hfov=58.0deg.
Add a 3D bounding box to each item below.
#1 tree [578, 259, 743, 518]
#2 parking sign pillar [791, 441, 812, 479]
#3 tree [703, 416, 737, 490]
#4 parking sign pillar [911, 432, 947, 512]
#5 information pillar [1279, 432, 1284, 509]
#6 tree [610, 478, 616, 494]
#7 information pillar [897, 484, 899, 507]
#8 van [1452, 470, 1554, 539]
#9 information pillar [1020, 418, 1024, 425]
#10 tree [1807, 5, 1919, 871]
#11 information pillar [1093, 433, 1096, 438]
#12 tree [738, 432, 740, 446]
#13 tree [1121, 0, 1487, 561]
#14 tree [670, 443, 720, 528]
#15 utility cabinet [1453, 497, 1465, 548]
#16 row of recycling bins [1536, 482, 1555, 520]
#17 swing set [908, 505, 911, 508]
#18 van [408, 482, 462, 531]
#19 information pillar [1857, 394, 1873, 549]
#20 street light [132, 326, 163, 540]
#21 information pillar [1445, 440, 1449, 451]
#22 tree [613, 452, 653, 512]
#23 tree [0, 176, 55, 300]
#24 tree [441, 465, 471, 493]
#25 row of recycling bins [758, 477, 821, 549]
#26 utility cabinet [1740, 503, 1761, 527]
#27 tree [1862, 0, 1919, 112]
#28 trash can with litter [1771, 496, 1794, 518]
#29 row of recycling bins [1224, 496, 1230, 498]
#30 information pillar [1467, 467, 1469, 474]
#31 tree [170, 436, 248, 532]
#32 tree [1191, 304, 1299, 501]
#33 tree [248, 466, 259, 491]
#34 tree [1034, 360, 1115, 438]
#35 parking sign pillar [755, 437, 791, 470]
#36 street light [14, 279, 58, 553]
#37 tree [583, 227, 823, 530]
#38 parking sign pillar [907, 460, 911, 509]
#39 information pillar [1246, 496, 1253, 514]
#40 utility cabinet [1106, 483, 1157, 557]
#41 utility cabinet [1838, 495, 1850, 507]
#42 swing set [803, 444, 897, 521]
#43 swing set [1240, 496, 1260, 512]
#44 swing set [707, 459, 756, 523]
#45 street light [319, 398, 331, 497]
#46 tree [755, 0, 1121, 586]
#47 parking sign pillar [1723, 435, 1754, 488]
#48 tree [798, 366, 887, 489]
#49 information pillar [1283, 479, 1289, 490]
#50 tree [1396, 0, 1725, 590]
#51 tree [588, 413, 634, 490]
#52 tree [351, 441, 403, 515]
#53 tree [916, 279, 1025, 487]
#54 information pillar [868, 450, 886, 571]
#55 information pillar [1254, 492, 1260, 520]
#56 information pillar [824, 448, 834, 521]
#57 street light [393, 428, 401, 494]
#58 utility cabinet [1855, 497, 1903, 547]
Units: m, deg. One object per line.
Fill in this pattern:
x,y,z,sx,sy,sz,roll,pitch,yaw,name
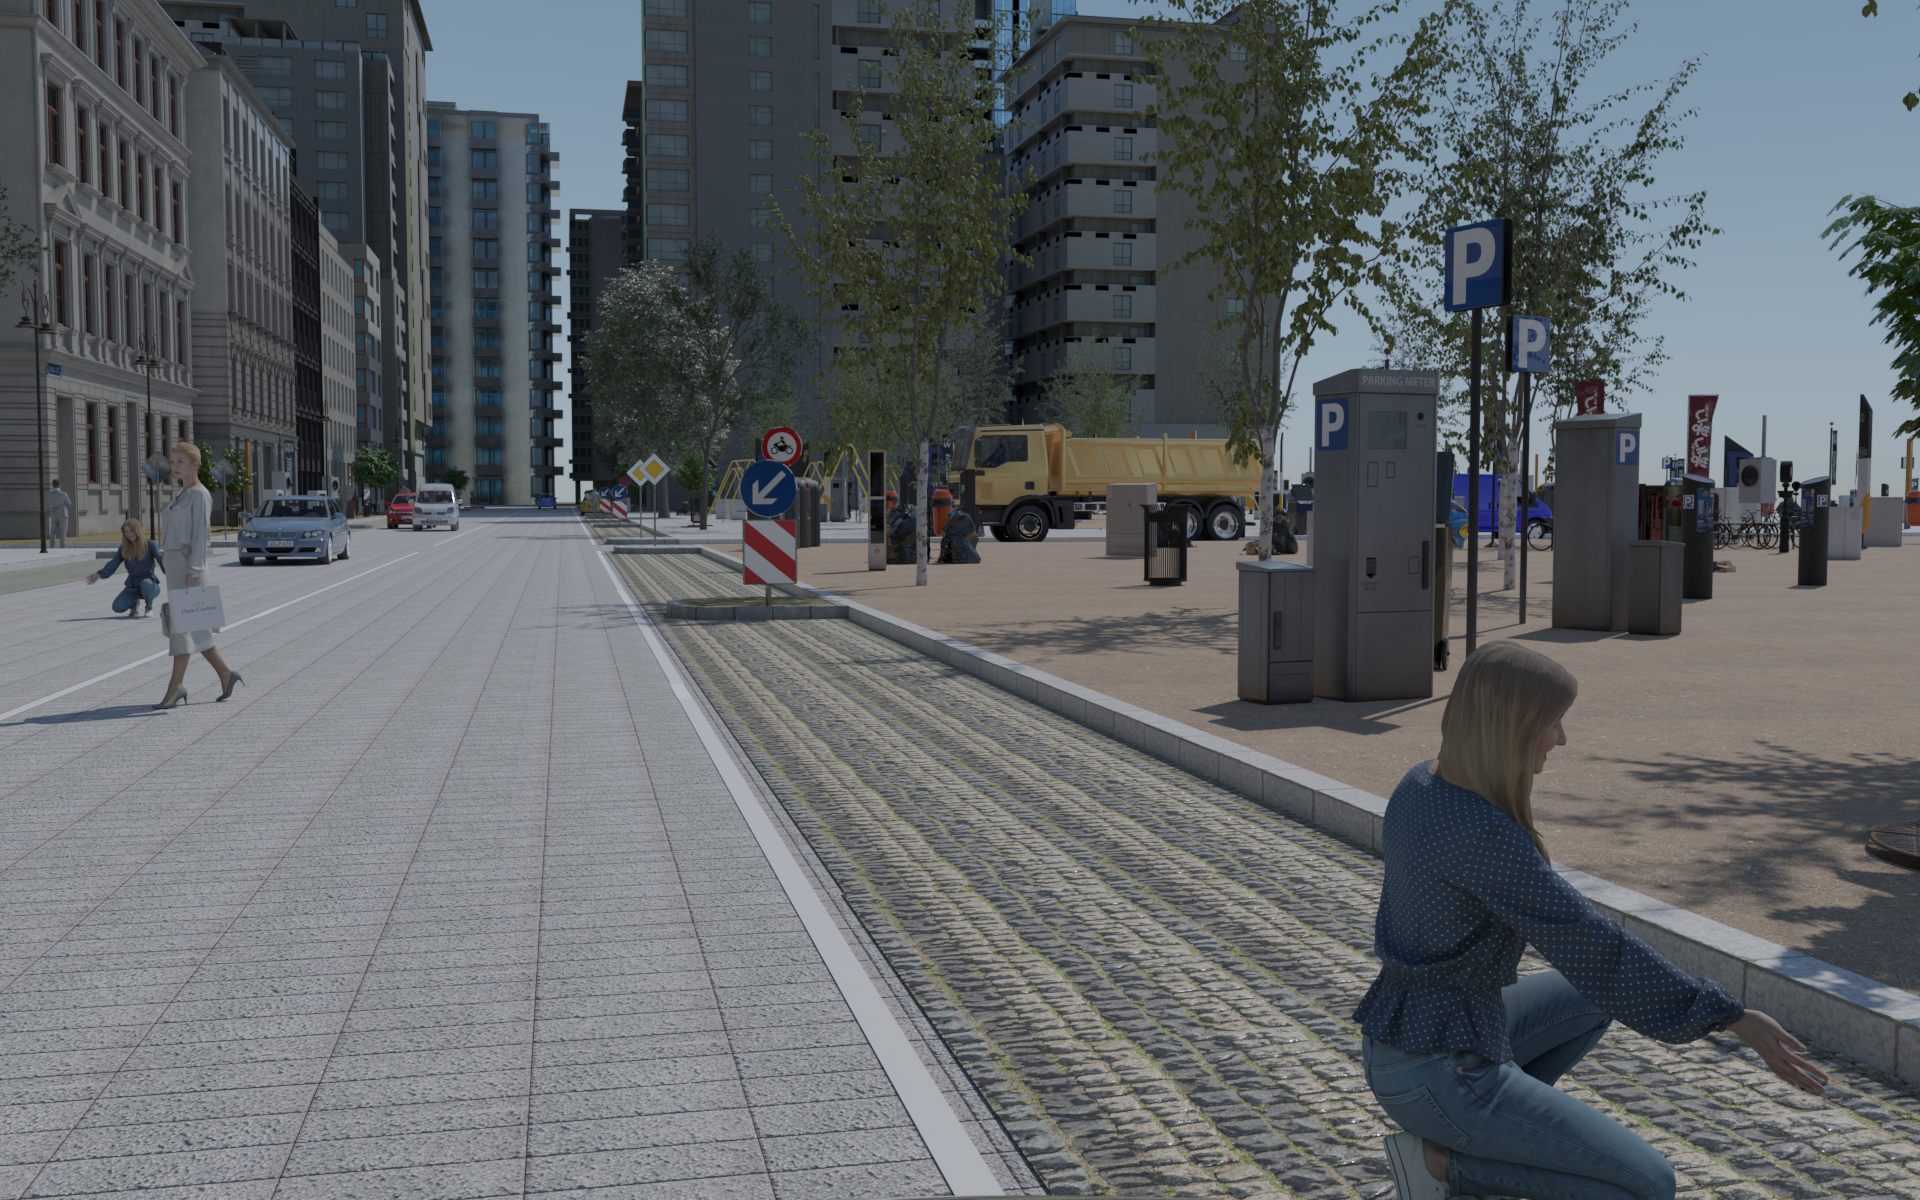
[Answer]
-16.066,-11.444,93.770,9.857,13.997,8.962,0,3,0,tree
-8.233,-6.109,88.356,1.447,3.967,1.447,1,4,16,parking sign pillar
-16.725,-10.060,114.839,4.360,8.622,3.978,0,3,0,tree
-1.026,-5.129,72.337,1.447,3.967,1.447,-1,4,-22,parking sign pillar
12.162,-4.536,65.523,0.183,3.616,0.504,1,4,15,information pillar
-36.152,-11.412,181.188,1.663,3.219,1.824,0,3,0,tree
-3.690,-6.322,107.863,0.304,2.012,0.304,3,5,43,information pillar
14.945,-2.867,51.266,5.245,2.365,2.240,-1,4,-13,van
1.925,-3.806,53.576,0.183,3.616,0.504,1,4,10,information pillar
3.876,-0.691,5.901,1.663,3.219,1.824,0,3,0,tree
5.253,-4.636,67.156,0.183,3.616,0.504,1,4,16,information pillar
-11.466,-9.758,109.912,4.737,8.622,4.395,0,3,0,tree
3.592,-4.197,18.976,4.737,8.622,4.395,0,3,0,tree
-10.288,-4.544,68.899,1.663,3.219,1.824,0,3,0,tree
11.469,-1.842,41.285,1.020,1.237,0.306,0,4,-3,utility cabinet
19.909,-3.095,57.711,1.069,1.692,3.534,1,4,10,row of recycling bins
-3.980,-5.795,92.362,2.862,2.851,3.119,-1,4,-10,swing set
-20.543,-3.724,67.898,2.013,2.044,4.112,-1,4,-15,van
21.079,-2.999,40.383,0.183,3.616,0.504,0,4,2,information pillar
-22.389,-4.592,47.863,0.468,5.910,1.993,-1,4,-13,street light
21.144,-5.120,75.068,0.183,3.616,0.504,3,5,45,information pillar
-23.597,-8.679,125.609,4.285,4.588,4.351,0,3,0,tree
-17.429,-5.560,25.322,8.767,10.594,7.601,1,4,17,tree
-57.075,-12.980,195.937,4.285,4.588,4.351,0,3,0,tree
-4.052,-2.070,40.955,1.069,1.692,3.534,0,4,7,row of recycling bins
30.371,-3.556,66.813,0.318,1.500,1.173,-1,4,-20,utility cabinet
6.532,-3.644,9.936,4.737,8.622,4.395,0,3,0,tree
45.015,-5.126,94.864,1.678,1.210,2.233,-3,5,-43,trash can with litter
19.793,-7.383,127.824,1.069,1.692,3.534,1,4,22,row of recycling bins
38.039,-8.425,129.103,0.504,3.616,0.183,0,4,-5,information pillar
-25.404,-3.895,58.286,1.663,3.219,1.824,0,3,0,tree
11.050,-7.202,68.111,4.360,8.622,3.978,0,3,0,tree
-25.427,-4.045,60.736,1.663,3.219,1.824,0,3,0,tree
6.222,-8.890,95.710,4.360,8.622,3.978,0,3,0,tree
-8.995,-5.714,81.890,1.447,3.967,1.447,-1,4,-18,parking sign pillar
-19.917,-3.956,37.470,0.468,5.910,1.993,-1,4,-13,street light
-9.173,-7.766,61.380,8.767,10.594,7.601,0,4,-8,tree
-3.440,-7.989,119.087,1.447,3.967,1.447,2,4,32,parking sign pillar
18.371,-7.241,109.741,0.504,3.616,0.183,2,4,27,information pillar
3.449,-1.610,35.007,0.318,1.500,1.173,-3,4,-38,utility cabinet
52.875,-5.632,103.244,1.020,1.237,0.306,-1,4,-13,utility cabinet
-3.700,-3.552,55.690,2.862,2.851,3.119,-1,4,-9,swing set
13.646,-5.257,83.568,2.862,2.851,3.119,0,4,-3,swing set
-9.944,-4.989,79.194,2.862,2.851,3.119,-2,4,-24,swing set
-30.507,-6.766,83.413,0.468,5.910,1.993,-1,4,-13,street light
-0.628,-4.521,24.274,4.737,8.622,4.395,0,3,0,tree
35.629,-5.547,79.162,1.447,3.967,1.447,0,4,2,parking sign pillar
-7.045,-9.058,98.468,4.360,8.622,3.978,0,3,0,tree
16.346,-5.036,86.838,0.304,2.012,0.304,1,4,9,information pillar
7.619,-4.450,23.115,4.360,8.622,3.978,0,3,0,tree
-29.008,-11.969,146.049,4.360,8.622,3.978,0,3,0,tree
-35.902,-7.502,106.373,4.285,4.588,4.351,0,3,0,tree
0.220,-6.702,59.936,4.360,8.622,3.978,0,3,0,tree
-1.387,-1.496,28.958,0.304,2.012,0.304,0,4,-4,information pillar
14.860,-5.015,86.484,0.304,2.012,0.304,1,4,22,information pillar
-6.194,-5.557,82.208,0.504,3.616,0.183,0,4,2,information pillar
-38.455,-8.907,118.423,0.468,5.910,1.993,-1,4,-13,street light
22.543,-1.918,42.529,1.020,1.237,0.306,1,4,17,utility cabinet
